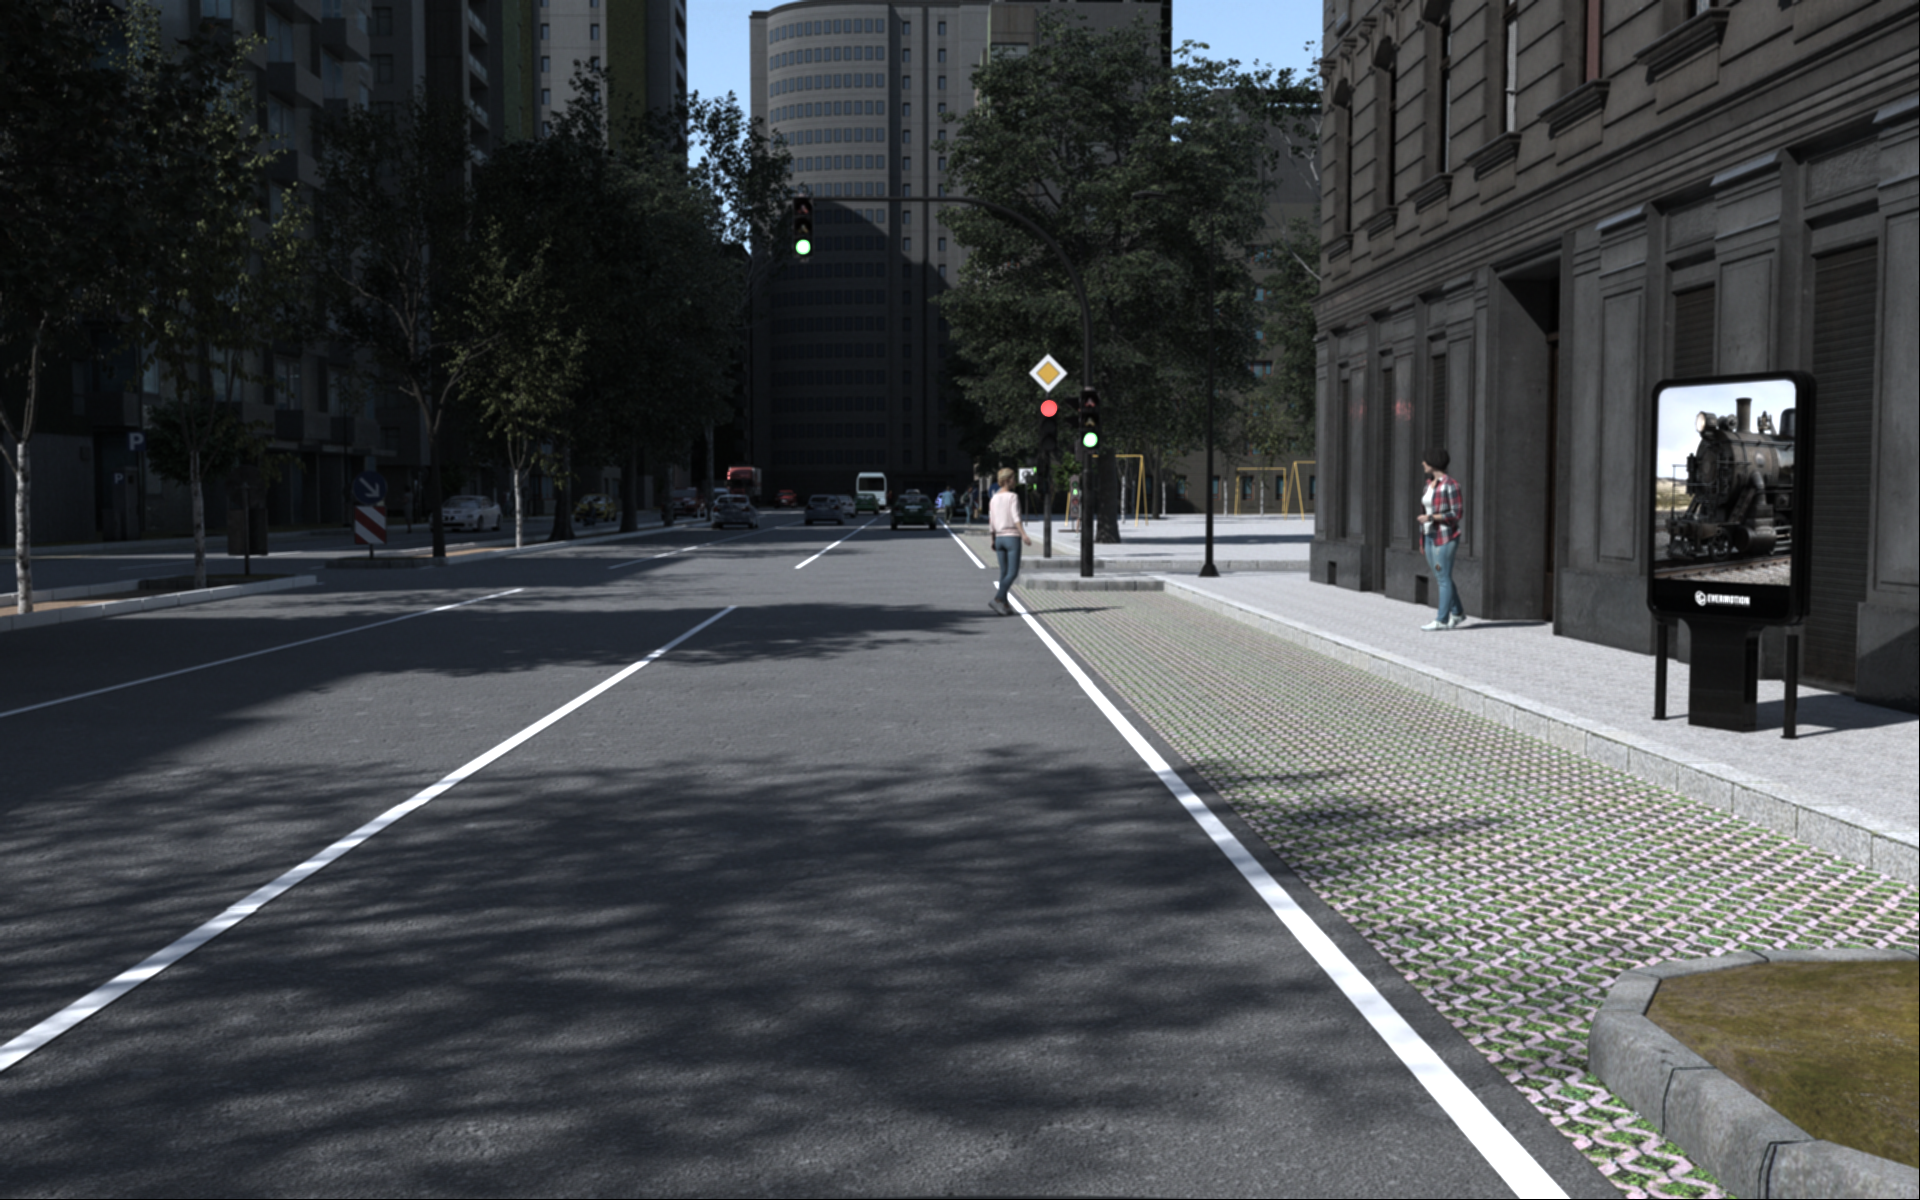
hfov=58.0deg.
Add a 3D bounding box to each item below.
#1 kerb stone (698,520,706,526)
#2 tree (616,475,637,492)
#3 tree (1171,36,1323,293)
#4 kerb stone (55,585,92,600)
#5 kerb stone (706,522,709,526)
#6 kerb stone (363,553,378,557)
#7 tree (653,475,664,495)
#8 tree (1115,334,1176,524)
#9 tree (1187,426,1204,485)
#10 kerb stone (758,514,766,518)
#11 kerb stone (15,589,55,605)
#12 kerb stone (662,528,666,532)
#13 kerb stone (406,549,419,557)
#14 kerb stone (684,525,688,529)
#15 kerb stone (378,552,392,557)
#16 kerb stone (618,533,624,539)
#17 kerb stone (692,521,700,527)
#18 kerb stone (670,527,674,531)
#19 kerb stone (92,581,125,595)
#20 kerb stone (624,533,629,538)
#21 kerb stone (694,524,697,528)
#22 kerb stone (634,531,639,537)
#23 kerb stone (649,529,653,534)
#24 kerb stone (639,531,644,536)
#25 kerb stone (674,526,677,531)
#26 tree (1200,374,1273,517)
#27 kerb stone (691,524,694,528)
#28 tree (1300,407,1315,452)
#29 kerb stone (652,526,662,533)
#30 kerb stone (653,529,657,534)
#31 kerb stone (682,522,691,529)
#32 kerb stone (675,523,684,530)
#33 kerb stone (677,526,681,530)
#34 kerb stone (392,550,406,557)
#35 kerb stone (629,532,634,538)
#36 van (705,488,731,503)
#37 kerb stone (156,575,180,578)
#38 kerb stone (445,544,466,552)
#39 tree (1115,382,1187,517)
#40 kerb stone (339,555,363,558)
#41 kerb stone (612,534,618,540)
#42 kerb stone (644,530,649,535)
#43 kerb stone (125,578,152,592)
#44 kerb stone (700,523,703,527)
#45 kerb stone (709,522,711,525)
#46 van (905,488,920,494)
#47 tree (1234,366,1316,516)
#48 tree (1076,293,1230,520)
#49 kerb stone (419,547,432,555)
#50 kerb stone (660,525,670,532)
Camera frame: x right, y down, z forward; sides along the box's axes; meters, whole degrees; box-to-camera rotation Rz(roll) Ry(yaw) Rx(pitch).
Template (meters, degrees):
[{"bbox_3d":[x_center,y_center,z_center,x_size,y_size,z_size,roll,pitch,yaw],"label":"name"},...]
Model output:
[{"bbox_3d":[-11.444,-3.325,76.566,0.120,0.150,1.000,0,4,-1],"label":"kerb stone"},{"bbox_3d":[-25.805,-8.631,135.725,1.663,3.219,1.824,0,3,0],"label":"tree"},{"bbox_3d":[13.394,-12.446,59.380,12.611,20.169,13.585,0,3,0],"label":"tree"},{"bbox_3d":[-12.225,-0.093,23.711,0.120,0.150,1.000,0,4,-1],"label":"kerb stone"},{"bbox_3d":[-11.487,-3.388,77.587,0.120,0.150,1.000,0,4,-1],"label":"kerb stone"},{"bbox_3d":[-12.540,-0.875,36.538,0.120,0.150,1.000,0,4,-1],"label":"kerb stone"},{"bbox_3d":[-27.142,-9.917,156.737,1.663,3.219,1.824,0,3,0],"label":"tree"},{"bbox_3d":[7.221,-7.609,74.761,4.360,8.622,3.978,0,3,0],"label":"tree"},{"bbox_3d":[12.391,-9.393,103.941,4.737,8.622,4.395,0,3,0],"label":"tree"},{"bbox_3d":[-12.227,-5.205,107.298,0.120,0.150,1.000,0,4,-1],"label":"kerb stone"},{"bbox_3d":[-12.202,-0.030,22.689,0.120,0.150,1.000,0,4,-1],"label":"kerb stone"},{"bbox_3d":[-11.146,-2.571,64.249,0.120,0.150,1.000,0,4,-1],"label":"kerb stone"},{"bbox_3d":[-12.631,-1.063,39.619,0.120,0.150,1.000,0,4,-1],"label":"kerb stone"},{"bbox_3d":[-11.299,-2.939,70.397,0.120,0.150,1.000,0,4,-1],"label":"kerb stone"},{"bbox_3d":[-12.576,-0.937,37.563,0.120,0.150,1.000,0,4,-1],"label":"kerb stone"},{"bbox_3d":[-10.906,-2.009,55.045,0.120,0.150,1.000,0,4,-1],"label":"kerb stone"},{"bbox_3d":[-11.401,-3.197,74.504,0.120,0.150,1.000,0,4,-1],"label":"kerb stone"},{"bbox_3d":[-11.191,-2.697,66.293,0.120,0.150,1.000,0,4,-1],"label":"kerb stone"},{"bbox_3d":[-12.250,-0.146,24.740,0.120,0.150,1.000,0,4,-1],"label":"kerb stone"},{"bbox_3d":[-10.944,-2.072,56.067,0.120,0.150,1.000,0,4,-1],"label":"kerb stone"},{"bbox_3d":[-11.377,-3.137,73.481,0.120,0.150,1.000,0,4,-1],"label":"kerb stone"},{"bbox_3d":[-10.990,-2.188,58.115,0.120,0.150,1.000,0,4,-1],"label":"kerb stone"},{"bbox_3d":[-11.068,-2.384,61.180,0.120,0.150,1.000,0,4,-1],"label":"kerb stone"},{"bbox_3d":[-11.008,-2.259,59.137,0.120,0.150,1.000,0,4,-1],"label":"kerb stone"},{"bbox_3d":[-11.220,-2.760,67.325,0.120,0.150,1.000,0,4,-1],"label":"kerb stone"},{"bbox_3d":[14.868,-8.900,95.881,4.360,8.622,3.978,0,3,0],"label":"tree"},{"bbox_3d":[-11.354,-3.072,72.449,0.120,0.150,1.000,0,4,-1],"label":"kerb stone"},{"bbox_3d":[20.818,-8.824,94.631,4.360,8.622,3.978,0,3,0],"label":"tree"},{"bbox_3d":[-11.122,-2.509,63.225,0.120,0.150,1.000,0,4,-1],"label":"kerb stone"},{"bbox_3d":[-11.091,-2.442,62.203,0.120,0.150,1.000,0,4,-1],"label":"kerb stone"},{"bbox_3d":[-11.326,-3.011,71.427,0.120,0.150,1.000,0,4,-1],"label":"kerb stone"},{"bbox_3d":[-11.271,-2.885,69.371,0.120,0.150,1.000,0,4,-1],"label":"kerb stone"},{"bbox_3d":[-11.245,-2.823,68.347,0.120,0.150,1.000,0,4,-1],"label":"kerb stone"},{"bbox_3d":[-12.599,-1.003,38.589,0.120,0.150,1.000,0,4,-1],"label":"kerb stone"},{"bbox_3d":[-10.961,-2.131,57.093,0.120,0.150,1.000,0,4,-1],"label":"kerb stone"},{"bbox_3d":[-15.712,-6.468,112.762,2.013,2.044,4.112,0,4,-3],"label":"van"},{"bbox_3d":[-12.307,-0.281,26.782,0.120,0.150,1.000,0,4,-1],"label":"kerb stone"},{"bbox_3d":[-12.729,-1.316,43.715,0.120,0.150,1.000,0,4,-1],"label":"kerb stone"},{"bbox_3d":[9.453,-8.877,95.503,4.737,8.622,4.395,0,3,0],"label":"tree"},{"bbox_3d":[-12.517,-0.813,35.506,0.120,0.150,1.000,0,4,-1],"label":"kerb stone"},{"bbox_3d":[-10.886,-1.946,54.018,0.120,0.150,1.000,0,4,-1],"label":"kerb stone"},{"bbox_3d":[-11.042,-2.322,60.158,0.120,0.150,1.000,0,4,-1],"label":"kerb stone"},{"bbox_3d":[-12.283,-0.217,25.761,0.120,0.150,1.000,0,4,-1],"label":"kerb stone"},{"bbox_3d":[-11.421,-3.262,75.526,0.120,0.150,1.000,0,4,-1],"label":"kerb stone"},{"bbox_3d":[-11.508,-3.440,78.610,0.120,0.150,1.000,0,4,-1],"label":"kerb stone"},{"bbox_3d":[-4.573,-9.768,166.725,2.013,2.044,4.112,0,4,-3],"label":"van"},{"bbox_3d":[17.868,-9.207,100.896,4.737,8.622,4.395,0,3,0],"label":"tree"},{"bbox_3d":[9.621,-9.801,85.994,9.928,11.665,9.643,0,3,0],"label":"tree"},{"bbox_3d":[-12.648,-1.128,40.641,0.120,0.150,1.000,0,4,-1],"label":"kerb stone"},{"bbox_3d":[-11.163,-2.635,65.271,0.120,0.150,1.000,0,4,-1],"label":"kerb stone"}]
